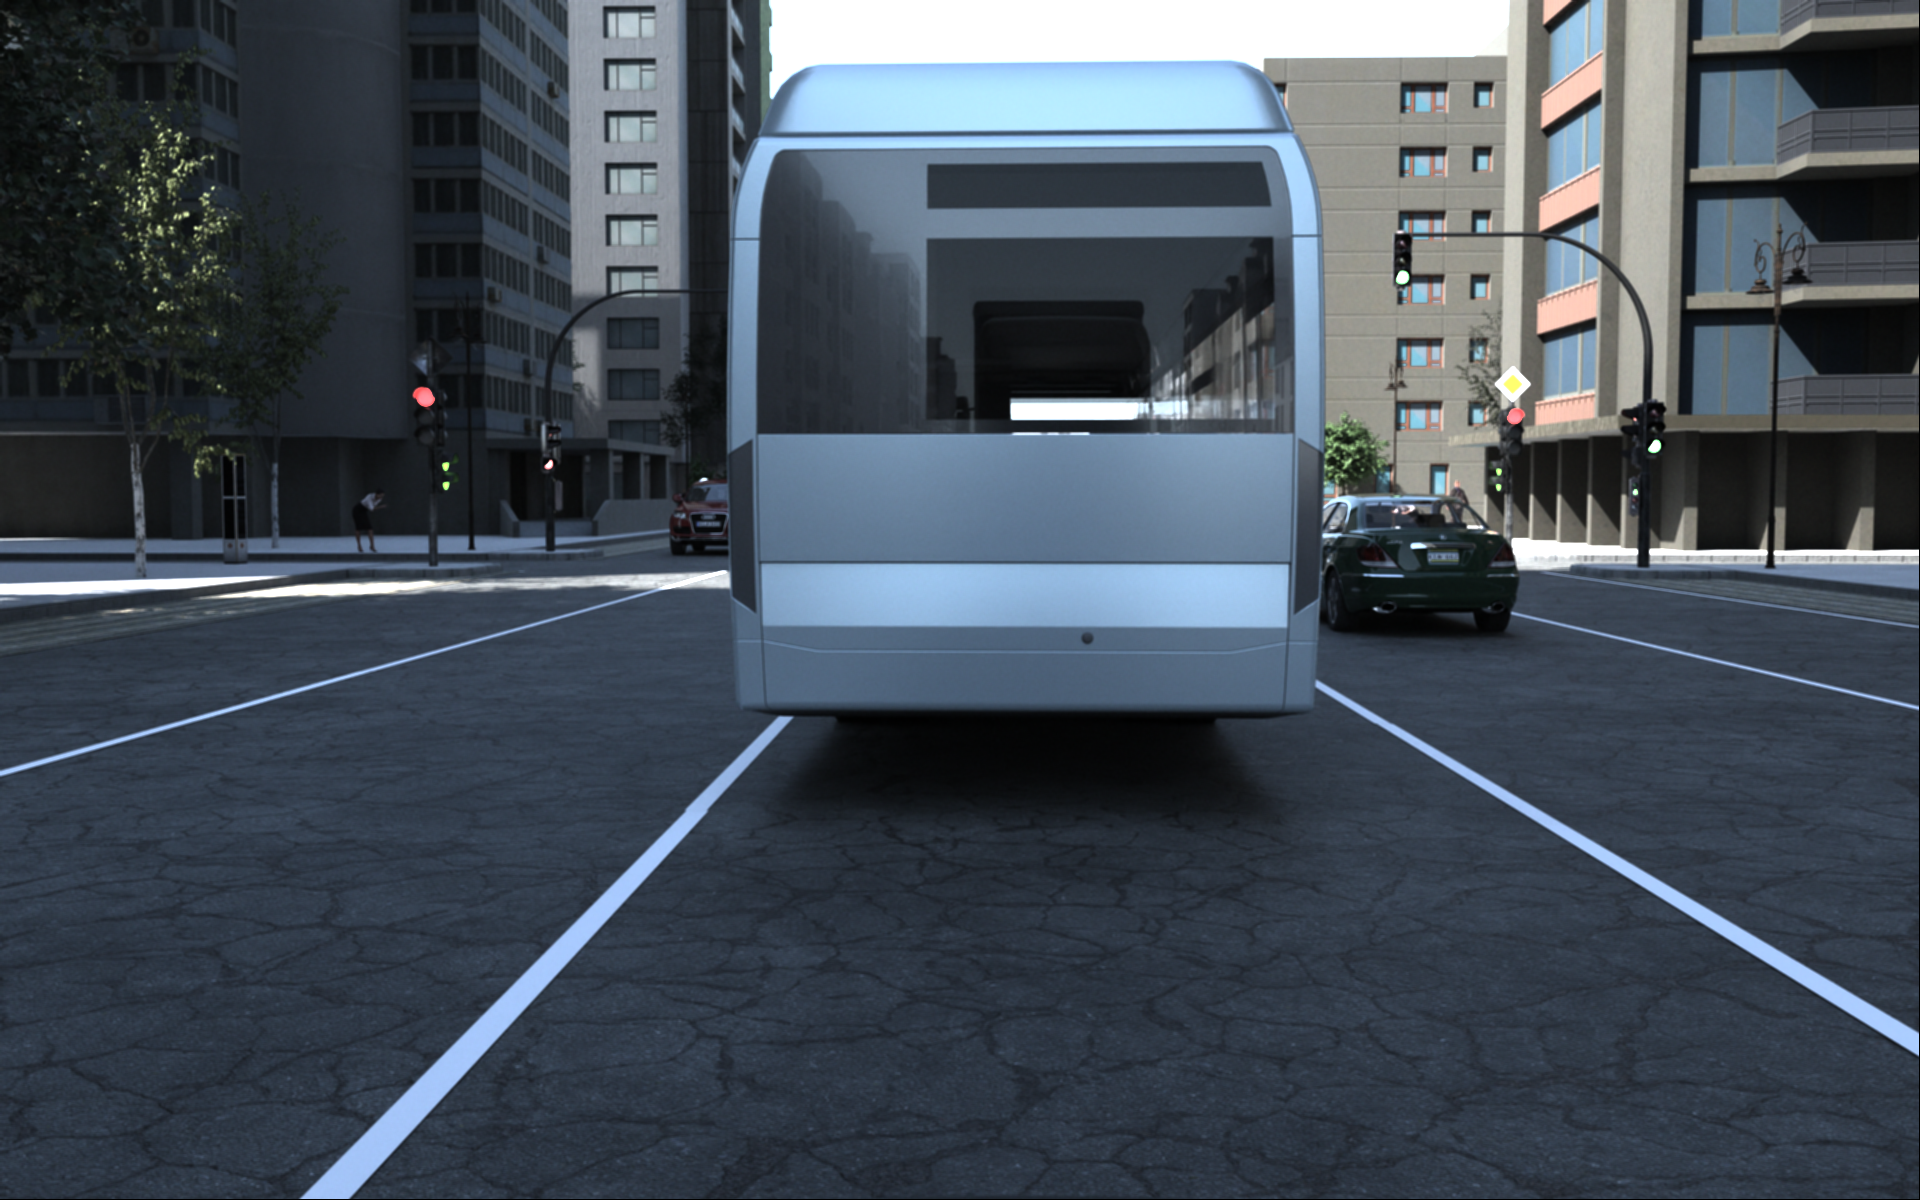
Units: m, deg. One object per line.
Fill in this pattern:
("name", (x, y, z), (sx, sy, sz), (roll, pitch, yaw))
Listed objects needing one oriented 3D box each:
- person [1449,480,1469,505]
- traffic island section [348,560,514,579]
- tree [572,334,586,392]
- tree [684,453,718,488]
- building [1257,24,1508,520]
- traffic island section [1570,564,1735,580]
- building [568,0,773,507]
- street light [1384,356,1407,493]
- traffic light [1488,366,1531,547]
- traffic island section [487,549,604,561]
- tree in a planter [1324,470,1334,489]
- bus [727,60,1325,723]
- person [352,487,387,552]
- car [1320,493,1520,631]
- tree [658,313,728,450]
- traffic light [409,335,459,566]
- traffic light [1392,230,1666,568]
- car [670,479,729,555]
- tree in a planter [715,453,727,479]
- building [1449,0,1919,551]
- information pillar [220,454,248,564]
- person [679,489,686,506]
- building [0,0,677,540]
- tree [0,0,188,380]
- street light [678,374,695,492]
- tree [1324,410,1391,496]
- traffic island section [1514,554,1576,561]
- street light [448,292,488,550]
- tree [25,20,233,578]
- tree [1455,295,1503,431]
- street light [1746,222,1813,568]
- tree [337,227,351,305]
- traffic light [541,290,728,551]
("person", (17.391, -3.292, 60.425), (0.990, 1.755, 0.434), (-1, 4, -19))
("traffic island section", (-9.380, -0.521, 30.803), (2.009, 0.180, 2.903), (0, 4, 1))
("tree", (-21.172, -9.505, 81.159), (9.928, 11.665, 9.643), (0, 3, 0))
("tree", (-11.368, -4.909, 74.867), (1.663, 3.219, 1.824), (0, 3, 0))
("building", (26.154, -14.552, 82.961), (27.650, 21.520, 28.899), (0, 4, 1))
("traffic island section", (11.955, -0.490, 30.285), (2.009, 0.180, 2.903), (0, 4, 1))
("building", (-17.797, -24.972, 91.894), (14.154, 41.232, 14.086), (0, 4, 1))
("street light", (14.590, -5.216, 58.072), (0.468, 5.910, 1.993), (0, 4, 1))
("traffic light", (12.107, -3.011, 38.155), (0.839, 4.253, 0.868), (0, 4, 1))
("traffic island section", (-9.188, -1.009, 38.786), (2.009, 0.180, 2.903), (0, 4, 1))
("tree in a planter", (12.756, -4.059, 63.584), (1.991, 3.239, 1.994), (0, 4, 1))
("bus", (0.538, -1.172, 14.019), (2.948, 3.499, 13.247), (0, 4, 2))
("person", (-12.998, -1.771, 38.193), (0.799, 1.438, 0.628), (-1, 4, -10))
("car", (4.812, -0.471, 19.499), (2.131, 1.459, 4.920), (0, 4, 0))
("tree", (-10.644, -8.953, 80.799), (7.601, 10.594, 8.767), (0, 4, -1))
("traffic light", (-9.341, -2.553, 30.668), (0.839, 4.253, 0.868), (0, 4, 1))
("traffic light", (9.821, -3.389, 30.081), (4.771, 5.953, 1.251), (0, 4, 1))
("car", (-5.789, -2.068, 42.492), (2.281, 1.827, 5.304), (0, 4, 0))
("tree in a planter", (-8.250, -4.077, 63.886), (1.991, 3.239, 1.994), (0, 4, 1))
("building", (29.004, -23.986, 46.798), (28.867, 44.769, 22.147), (0, 4, 1))
("information pillar", (-13.334, -1.672, 31.824), (0.304, 2.012, 0.304), (1, 4, 15))
("person", (-13.571, -4.685, 84.915), (0.482, 1.546, 0.388), (1, 4, 18))
("building", (-26.868, -22.416, 58.378), (32.217, 40.220, 23.993), (0, 4, 1))
("tree", (-12.668, -6.116, 16.998), (9.611, 12.733, 9.660), (0, 3, 0))
("street light", (-10.510, -5.745, 66.723), (0.468, 5.910, 1.993), (0, 4, 1))
("tree", (14.908, -5.118, 67.400), (4.285, 4.588, 4.351), (0, 3, 0))
("traffic island section", (12.147, -0.978, 38.268), (2.009, 0.180, 2.903), (0, 4, 1))
("street light", (-11.256, -4.095, 39.747), (0.468, 5.910, 1.993), (0, 4, 1))
("tree", (-12.580, -4.636, 26.164), (4.737, 8.622, 4.395), (0, 3, 0))
("tree", (20.663, -7.016, 65.073), (4.360, 8.622, 3.978), (0, 3, 0))
("street light", (14.005, -3.484, 29.758), (0.468, 5.910, 1.993), (0, 4, 1))
("tree", (-16.458, -5.534, 40.838), (4.737, 8.622, 4.395), (0, 3, 0))
("traffic light", (-7.055, -3.912, 38.635), (4.771, 5.953, 1.251), (0, 4, 1))
